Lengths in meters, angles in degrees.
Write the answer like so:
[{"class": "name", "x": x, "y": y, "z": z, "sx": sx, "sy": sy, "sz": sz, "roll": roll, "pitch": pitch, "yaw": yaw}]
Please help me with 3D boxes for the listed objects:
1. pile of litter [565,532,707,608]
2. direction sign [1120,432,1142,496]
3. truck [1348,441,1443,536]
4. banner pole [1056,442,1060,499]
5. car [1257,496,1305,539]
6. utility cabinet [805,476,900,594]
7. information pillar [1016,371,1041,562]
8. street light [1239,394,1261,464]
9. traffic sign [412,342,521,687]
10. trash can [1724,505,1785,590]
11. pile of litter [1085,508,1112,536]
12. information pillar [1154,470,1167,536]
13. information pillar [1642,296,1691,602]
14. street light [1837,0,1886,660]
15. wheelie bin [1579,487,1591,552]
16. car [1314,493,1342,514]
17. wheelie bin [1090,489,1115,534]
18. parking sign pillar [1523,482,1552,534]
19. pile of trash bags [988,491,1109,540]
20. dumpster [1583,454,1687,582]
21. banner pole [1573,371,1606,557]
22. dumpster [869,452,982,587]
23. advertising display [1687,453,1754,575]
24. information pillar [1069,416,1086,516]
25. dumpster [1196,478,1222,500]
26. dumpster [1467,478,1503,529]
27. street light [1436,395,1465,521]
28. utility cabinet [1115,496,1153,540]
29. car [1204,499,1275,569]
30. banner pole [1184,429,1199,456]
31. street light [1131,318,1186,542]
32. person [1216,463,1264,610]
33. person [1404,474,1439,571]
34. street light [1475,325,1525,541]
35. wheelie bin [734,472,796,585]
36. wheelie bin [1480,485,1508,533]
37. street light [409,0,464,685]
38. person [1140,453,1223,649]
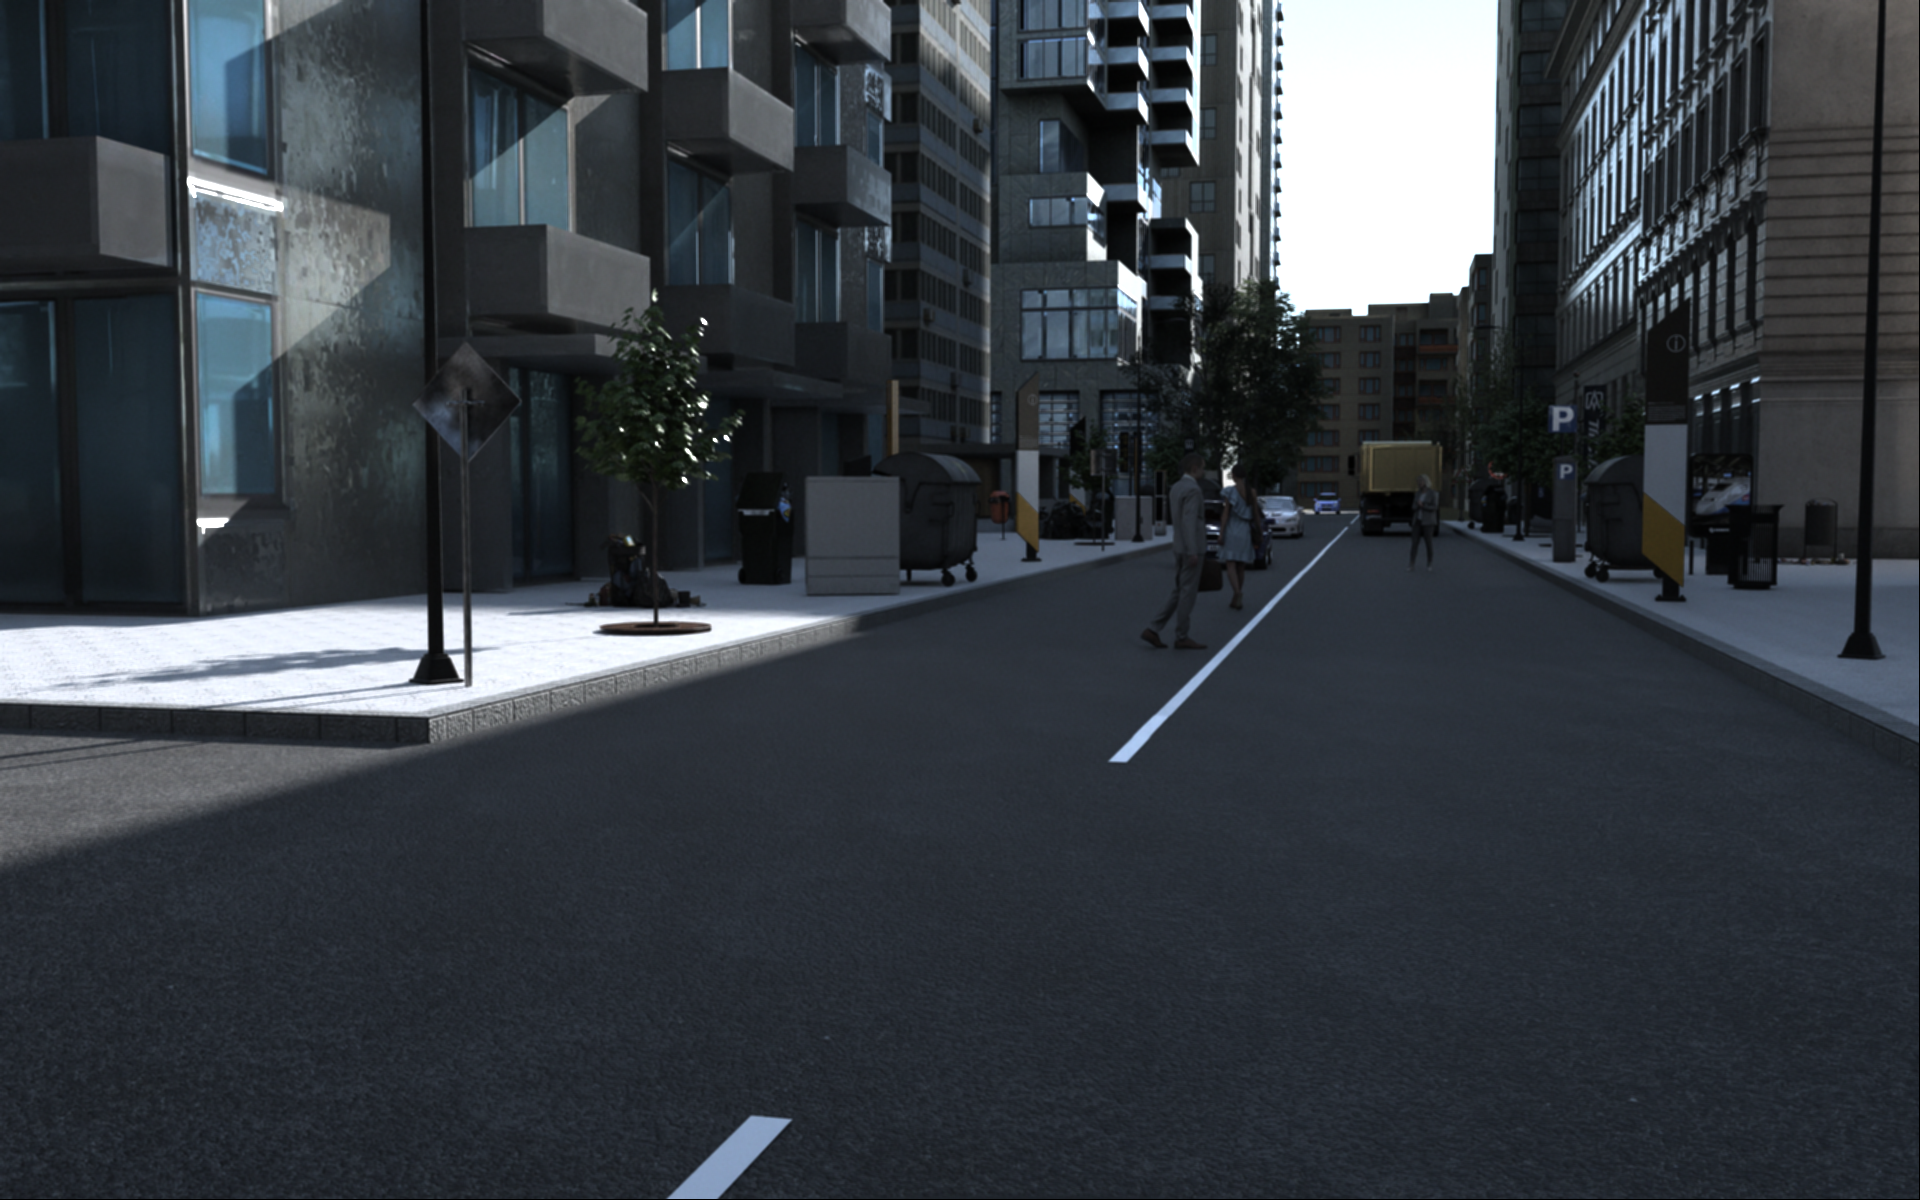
[{"class": "pile of litter", "x": -3.739, "y": -0.367, "z": 19.966, "sx": 1.719, "sy": 0.858, "sz": 1.176, "roll": 3, "pitch": 4, "yaw": 37}, {"class": "direction sign", "x": 6.202, "y": -4.338, "z": 62.922, "sx": 0.876, "sy": 3.537, "sz": 0.379, "roll": 2, "pitch": 4, "yaw": 30}, {"class": "truck", "x": 15.771, "y": -4.068, "z": 62.438, "sx": 3.469, "sy": 3.379, "sz": 9.791, "roll": 1, "pitch": 4, "yaw": 12}, {"class": "banner pole", "x": 4.614, "y": -5.726, "z": 83.640, "sx": 0.863, "sy": 3.779, "sz": 0.401, "roll": -3, "pitch": 5, "yaw": -41}, {"class": "car", "x": 10.392, "y": -2.757, "z": 57.439, "sx": 2.083, "sy": 1.381, "sz": 4.827, "roll": 1, "pitch": 4, "yaw": 14}, {"class": "utility cabinet", "x": -1.369, "y": -0.814, "z": 21.991, "sx": 1.173, "sy": 1.500, "sz": 0.318, "roll": -1, "pitch": 4, "yaw": -10}, {"class": "information pillar", "x": 1.291, "y": -2.539, "z": 32.870, "sx": 0.504, "sy": 3.616, "sz": 0.183, "roll": -2, "pitch": 4, "yaw": -31}, {"class": "street light", "x": 13.454, "y": -6.572, "z": 79.992, "sx": 1.470, "sy": 5.913, "sz": 1.316, "roll": 1, "pitch": 4, "yaw": 14}, {"class": "traffic sign", "x": -3.273, "y": -0.480, "z": 11.483, "sx": 0.795, "sy": 2.450, "sz": 0.064, "roll": 1, "pitch": 4, "yaw": 14}, {"class": "trash can", "x": 10.709, "y": -0.718, "z": 23.386, "sx": 0.748, "sy": 1.137, "sz": 0.748, "roll": 0, "pitch": 3, "yaw": 0}, {"class": "pile of litter", "x": 3.829, "y": -2.419, "z": 53.510, "sx": 1.719, "sy": 0.858, "sz": 1.176, "roll": 3, "pitch": 5, "yaw": 42}, {"class": "information pillar", "x": 6.187, "y": -2.991, "z": 53.394, "sx": 0.304, "sy": 2.012, "sz": 0.304, "roll": 1, "pitch": 4, "yaw": 23}, {"class": "information pillar", "x": 8.439, "y": -1.793, "z": 20.675, "sx": 0.504, "sy": 3.616, "sz": 0.183, "roll": 1, "pitch": 4, "yaw": 23}, {"class": "street light", "x": 6.549, "y": -2.508, "z": 13.543, "sx": 1.470, "sy": 5.913, "sz": 1.316, "roll": 1, "pitch": 4, "yaw": 14}, {"class": "wheelie bin", "x": 14.265, "y": -1.871, "z": 38.499, "sx": 0.980, "sy": 1.594, "sz": 0.693, "roll": 2, "pitch": 4, "yaw": 34}, {"class": "car", "x": 26.170, "y": -6.950, "z": 123.218, "sx": 1.945, "sy": 1.707, "sz": 3.694, "roll": 1, "pitch": 4, "yaw": 14}, {"class": "wheelie bin", "x": 4.618, "y": -2.956, "z": 56.240, "sx": 0.693, "sy": 1.594, "sz": 0.980, "roll": -1, "pitch": 4, "yaw": -22}, {"class": "parking sign pillar", "x": 19.233, "y": -4.176, "z": 56.751, "sx": 1.447, "sy": 3.967, "sz": 1.447, "roll": -1, "pitch": 4, "yaw": -12}, {"class": "pile of trash bags", "x": 2.417, "y": -2.415, "z": 49.231, "sx": 3.447, "sy": 1.369, "sz": 1.912, "roll": -1, "pitch": 4, "yaw": -23}, {"class": "dumpster", "x": 9.985, "y": -1.217, "z": 25.652, "sx": 1.264, "sy": 1.857, "sz": 1.865, "roll": 1, "pitch": 4, "yaw": 13}, {"class": "banner pole", "x": 12.710, "y": -2.763, "z": 35.184, "sx": 0.401, "sy": 3.779, "sz": 0.863, "roll": -3, "pitch": 5, "yaw": -45}, {"class": "dumpster", "x": -0.494, "y": -1.159, "z": 24.709, "sx": 1.264, "sy": 1.857, "sz": 1.865, "roll": 1, "pitch": 4, "yaw": 14}, {"class": "advertising display", "x": 12.054, "y": -1.361, "z": 27.473, "sx": 0.974, "sy": 1.923, "sz": 0.123, "roll": 0, "pitch": 4, "yaw": 2}, {"class": "information pillar", "x": 3.543, "y": -3.709, "z": 51.991, "sx": 0.504, "sy": 3.616, "sz": 0.183, "roll": 1, "pitch": 4, "yaw": 16}, {"class": "dumpster", "x": 8.991, "y": -3.563, "z": 64.014, "sx": 1.264, "sy": 1.857, "sz": 1.865, "roll": 1, "pitch": 4, "yaw": 14}, {"class": "dumpster", "x": 19.342, "y": -3.544, "z": 63.695, "sx": 1.264, "sy": 1.857, "sz": 1.865, "roll": 1, "pitch": 4, "yaw": 14}, {"class": "street light", "x": 23.077, "y": -6.664, "z": 81.496, "sx": 1.470, "sy": 5.913, "sz": 1.316, "roll": 1, "pitch": 4, "yaw": 14}, {"class": "utility cabinet", "x": 4.838, "y": -2.267, "z": 48.221, "sx": 1.020, "sy": 1.237, "sz": 0.306, "roll": 0, "pitch": 4, "yaw": -6}, {"class": "car", "x": 5.264, "y": -1.327, "z": 34.269, "sx": 1.945, "sy": 1.354, "sz": 3.894, "roll": 1, "pitch": 4, "yaw": 12}, {"class": "banner pole", "x": 8.888, "y": -4.661, "z": 66.218, "sx": 0.863, "sy": 3.779, "sz": 0.401, "roll": -2, "pitch": 4, "yaw": -30}, {"class": "street light", "x": 5.284, "y": -4.494, "z": 46.023, "sx": 1.470, "sy": 5.913, "sz": 1.316, "roll": 1, "pitch": 4, "yaw": 14}, {"class": "person", "x": 3.495, "y": -0.791, "z": 21.532, "sx": 0.616, "sy": 1.811, "sz": 0.778, "roll": 0, "pitch": 4, "yaw": -3}, {"class": "person", "x": 8.656, "y": -1.447, "z": 32.349, "sx": 0.526, "sy": 1.800, "sz": 0.537, "roll": -3, "pitch": 4, "yaw": -37}, {"class": "street light", "x": 14.822, "y": -4.588, "z": 47.547, "sx": 1.470, "sy": 5.913, "sz": 1.316, "roll": 1, "pitch": 4, "yaw": 14}, {"class": "wheelie bin", "x": -2.777, "y": -1.028, "z": 24.713, "sx": 0.980, "sy": 1.594, "sz": 0.693, "roll": 1, "pitch": 4, "yaw": 22}, {"class": "wheelie bin", "x": 17.712, "y": -3.026, "z": 57.377, "sx": 0.980, "sy": 1.594, "sz": 0.693, "roll": -3, "pitch": 4, "yaw": -37}, {"class": "street light", "x": -3.047, "y": -2.383, "z": 11.506, "sx": 1.470, "sy": 5.913, "sz": 1.316, "roll": 1, "pitch": 4, "yaw": 14}, {"class": "person", "x": 2.118, "y": -0.454, "z": 16.038, "sx": 0.853, "sy": 1.813, "sz": 0.709, "roll": -1, "pitch": 4, "yaw": -15}]
